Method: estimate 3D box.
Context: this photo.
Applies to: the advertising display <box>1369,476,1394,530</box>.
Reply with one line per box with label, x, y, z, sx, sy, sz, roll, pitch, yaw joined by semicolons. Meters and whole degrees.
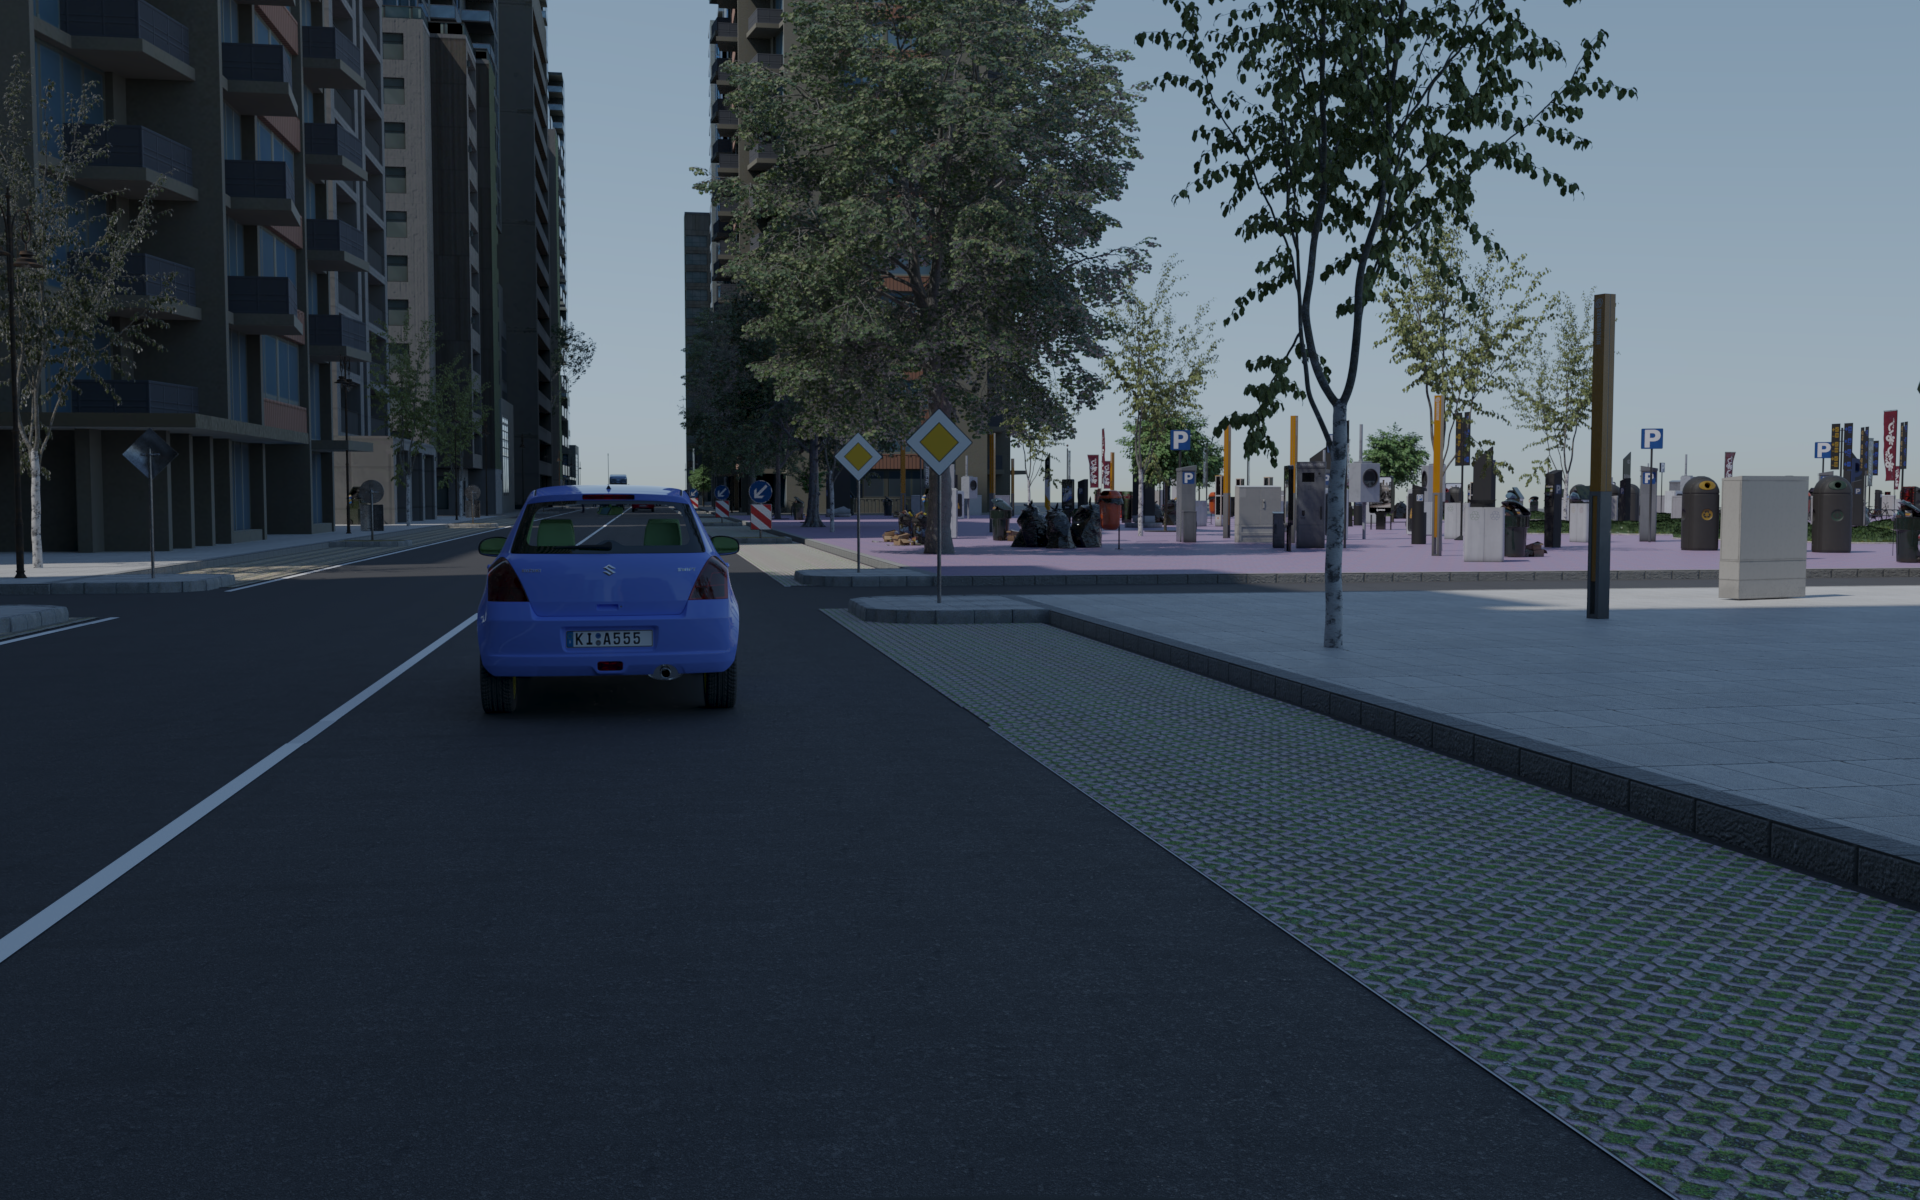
advertising display;15.138;-3.489;62.253;0.123;1.923;0.974;-3;5;-41

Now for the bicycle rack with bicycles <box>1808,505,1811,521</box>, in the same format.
bicycle rack with bicycles;42.042;-4.692;90.089;2.925;0.926;2.852;-1;4;-21

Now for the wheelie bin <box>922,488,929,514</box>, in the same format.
wheelie bin;-1.379;-4.771;85.918;0.980;1.594;0.693;-2;4;-24

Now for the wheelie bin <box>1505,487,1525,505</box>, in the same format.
wheelie bin;24.799;-4.255;77.469;0.693;1.594;0.980;3;4;36

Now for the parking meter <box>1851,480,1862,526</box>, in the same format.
parking meter;36.222;-3.933;70.023;0.399;1.863;0.255;0;4;7

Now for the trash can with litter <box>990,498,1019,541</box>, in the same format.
trash can with litter;1.328;-2.200;47.350;1.055;1.170;0.624;3;5;43

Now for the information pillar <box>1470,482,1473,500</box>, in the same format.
information pillar;31.521;-6.240;106.520;0.304;2.012;0.304;1;4;13

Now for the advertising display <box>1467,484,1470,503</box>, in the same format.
advertising display;32.983;-6.462;110.865;0.974;1.923;0.123;2;4;24

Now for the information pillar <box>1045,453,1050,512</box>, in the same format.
information pillar;4.992;-6.560;98.612;0.183;3.616;0.504;-2;4;-30

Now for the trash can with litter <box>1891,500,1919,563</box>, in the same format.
trash can with litter;18.002;-1.280;32.317;1.055;1.170;0.624;1;4;19

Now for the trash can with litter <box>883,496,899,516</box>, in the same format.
trash can with litter;-3.997;-5.526;101.734;1.055;1.170;0.624;-1;4;-9

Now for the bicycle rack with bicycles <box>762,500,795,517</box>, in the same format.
bicycle rack with bicycles;-10.204;-5.227;98.851;2.852;0.926;2.925;0;4;-7

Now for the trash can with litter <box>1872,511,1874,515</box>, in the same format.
trash can with litter;55.481;-5.685;104.340;1.055;1.170;0.624;-2;4;-29

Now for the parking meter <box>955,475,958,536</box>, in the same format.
parking meter;-0.285;-2.862;52.508;0.399;1.863;0.255;3;5;40

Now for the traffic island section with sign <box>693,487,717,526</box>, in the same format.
traffic island section with sign;-10.755;-4.199;77.289;1.989;1.847;2.006;-1;4;-10

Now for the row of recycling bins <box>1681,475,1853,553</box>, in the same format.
row of recycling bins;18.017;-1.937;38.782;3.534;1.692;1.069;2;4;33

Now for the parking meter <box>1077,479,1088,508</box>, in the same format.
parking meter;4.743;-3.745;66.935;0.255;1.863;0.399;-3;5;-41

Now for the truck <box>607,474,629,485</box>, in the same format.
truck;-47.900;-15.471;242.703;2.967;4.110;18.799;-1;4;-11

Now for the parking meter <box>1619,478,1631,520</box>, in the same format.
parking meter;24.373;-3.534;63.495;0.255;1.863;0.399;-1;4;-11

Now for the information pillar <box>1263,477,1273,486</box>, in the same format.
information pillar;13.188;-4.258;74.116;0.304;2.012;0.304;-3;5;-44

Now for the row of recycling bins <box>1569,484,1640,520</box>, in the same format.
row of recycling bins;26.199;-3.876;70.488;1.069;1.692;3.534;-2;4;-25

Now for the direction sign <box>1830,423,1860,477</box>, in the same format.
direction sign;28.176;-3.878;55.408;0.379;3.537;0.876;-1;4;-16

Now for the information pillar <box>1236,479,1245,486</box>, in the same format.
information pillar;13.225;-4.729;81.810;0.304;2.012;0.304;-3;5;-42

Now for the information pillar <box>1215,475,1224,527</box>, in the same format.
information pillar;10.273;-3.902;68.295;0.304;2.012;0.304;-3;5;-43

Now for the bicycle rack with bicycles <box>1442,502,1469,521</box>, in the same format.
bicycle rack with bicycles;23.064;-4.154;81.303;2.925;0.926;2.852;-2;4;-32

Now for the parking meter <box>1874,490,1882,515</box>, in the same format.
parking meter;51.443;-5.420;97.030;0.372;1.533;0.369;0;3;0

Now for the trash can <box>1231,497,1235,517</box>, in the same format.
trash can;15.023;-5.191;96.522;0.748;1.137;0.748;0;3;0

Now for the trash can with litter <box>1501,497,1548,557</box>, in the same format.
trash can with litter;11.447;-1.465;35.335;1.055;1.170;0.624;-2;4;-30

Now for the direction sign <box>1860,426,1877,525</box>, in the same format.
direction sign;30.458;-4.061;58.396;0.379;3.537;0.876;1;4;13

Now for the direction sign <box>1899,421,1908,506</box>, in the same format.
direction sign;29.581;-3.814;54.357;0.379;3.537;0.876;1;4;17

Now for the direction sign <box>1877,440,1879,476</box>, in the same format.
direction sign;38.637;-4.988;73.550;0.379;3.537;0.876;-1;4;-14

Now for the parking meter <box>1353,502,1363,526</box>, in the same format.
parking meter;16.169;-3.786;70.308;0.372;1.533;0.369;0;3;0

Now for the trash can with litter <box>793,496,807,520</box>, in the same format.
trash can with litter;-7.660;-4.488;84.766;1.055;1.170;0.624;1;4;10

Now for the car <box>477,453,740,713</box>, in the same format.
car;-2.569;-0.193;12.740;1.945;1.707;3.694;-1;4;-11

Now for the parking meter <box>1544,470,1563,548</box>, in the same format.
parking meter;14.226;-2.192;41.548;0.399;1.863;0.255;-3;4;-37

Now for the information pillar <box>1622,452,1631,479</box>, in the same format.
information pillar;36.790;-6.375;95.580;0.504;3.616;0.183;-1;4;-17

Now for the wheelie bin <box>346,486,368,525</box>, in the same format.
wheelie bin;-25.075;-3.931;72.173;0.693;1.594;0.980;1;4;16

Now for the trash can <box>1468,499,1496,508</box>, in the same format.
trash can;13.813;-2.092;45.854;0.748;1.137;0.748;0;3;0

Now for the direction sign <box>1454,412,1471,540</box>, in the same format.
direction sign;13.909;-3.423;47.959;0.379;3.537;0.876;-1;4;-9

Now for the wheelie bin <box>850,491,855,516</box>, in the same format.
wheelie bin;-6.650;-5.854;103.613;0.693;1.594;0.980;0;4;-6

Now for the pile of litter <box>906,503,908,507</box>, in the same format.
pile of litter;-3.169;-4.927;94.516;1.719;0.858;1.176;-1;4;-10

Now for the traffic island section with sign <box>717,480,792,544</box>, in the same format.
traffic island section with sign;-5.995;-2.577;50.755;1.989;1.847;2.006;-1;4;-10

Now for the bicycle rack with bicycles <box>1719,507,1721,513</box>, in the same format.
bicycle rack with bicycles;38.395;-4.522;87.310;2.925;0.926;2.852;2;4;32

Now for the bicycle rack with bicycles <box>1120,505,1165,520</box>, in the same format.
bicycle rack with bicycles;9.384;-4.352;84.540;2.925;0.926;2.852;3;5;41

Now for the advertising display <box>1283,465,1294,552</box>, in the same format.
advertising display;7.385;-2.064;38.957;0.123;1.923;0.974;0;4;5

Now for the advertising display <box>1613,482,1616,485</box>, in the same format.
advertising display;33.850;-5.233;90.775;0.974;1.923;0.123;3;5;40

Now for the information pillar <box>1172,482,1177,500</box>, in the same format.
information pillar;11.813;-6.322;94.719;0.504;3.616;0.183;1;4;14

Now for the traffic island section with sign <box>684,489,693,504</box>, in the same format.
traffic island section with sign;-19.583;-7.215;126.587;1.989;1.847;2.006;-1;4;-10

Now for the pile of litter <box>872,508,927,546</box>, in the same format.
pile of litter;-1.222;-1.808;43.528;1.719;0.858;1.176;-3;5;-43

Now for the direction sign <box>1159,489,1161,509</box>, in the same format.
direction sign;8.481;-4.981;73.443;0.876;3.537;0.379;0;4;-2

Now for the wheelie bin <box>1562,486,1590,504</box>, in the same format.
wheelie bin;23.330;-3.491;64.983;0.980;1.594;0.693;-1;4;-16

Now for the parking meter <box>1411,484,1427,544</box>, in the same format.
parking meter;11.724;-2.190;44.220;0.372;1.533;0.369;0;3;0

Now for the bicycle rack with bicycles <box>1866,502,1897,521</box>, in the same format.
bicycle rack with bicycles;40.053;-3.858;76.461;2.925;0.926;2.852;0;4;0

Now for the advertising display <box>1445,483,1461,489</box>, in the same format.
advertising display;28.406;-5.775;99.634;0.974;1.923;0.123;1;4;23

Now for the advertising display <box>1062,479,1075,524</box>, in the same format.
advertising display;4.624;-4.216;74.138;0.123;1.923;0.974;-2;4;-24

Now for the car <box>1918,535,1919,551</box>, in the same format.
car;18.519;-1.209;28.439;5.304;1.827;2.281;-1;4;-11

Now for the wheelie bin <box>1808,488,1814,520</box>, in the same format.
wheelie bin;41.641;-4.683;84.474;0.980;1.594;0.693;-3;4;-38
